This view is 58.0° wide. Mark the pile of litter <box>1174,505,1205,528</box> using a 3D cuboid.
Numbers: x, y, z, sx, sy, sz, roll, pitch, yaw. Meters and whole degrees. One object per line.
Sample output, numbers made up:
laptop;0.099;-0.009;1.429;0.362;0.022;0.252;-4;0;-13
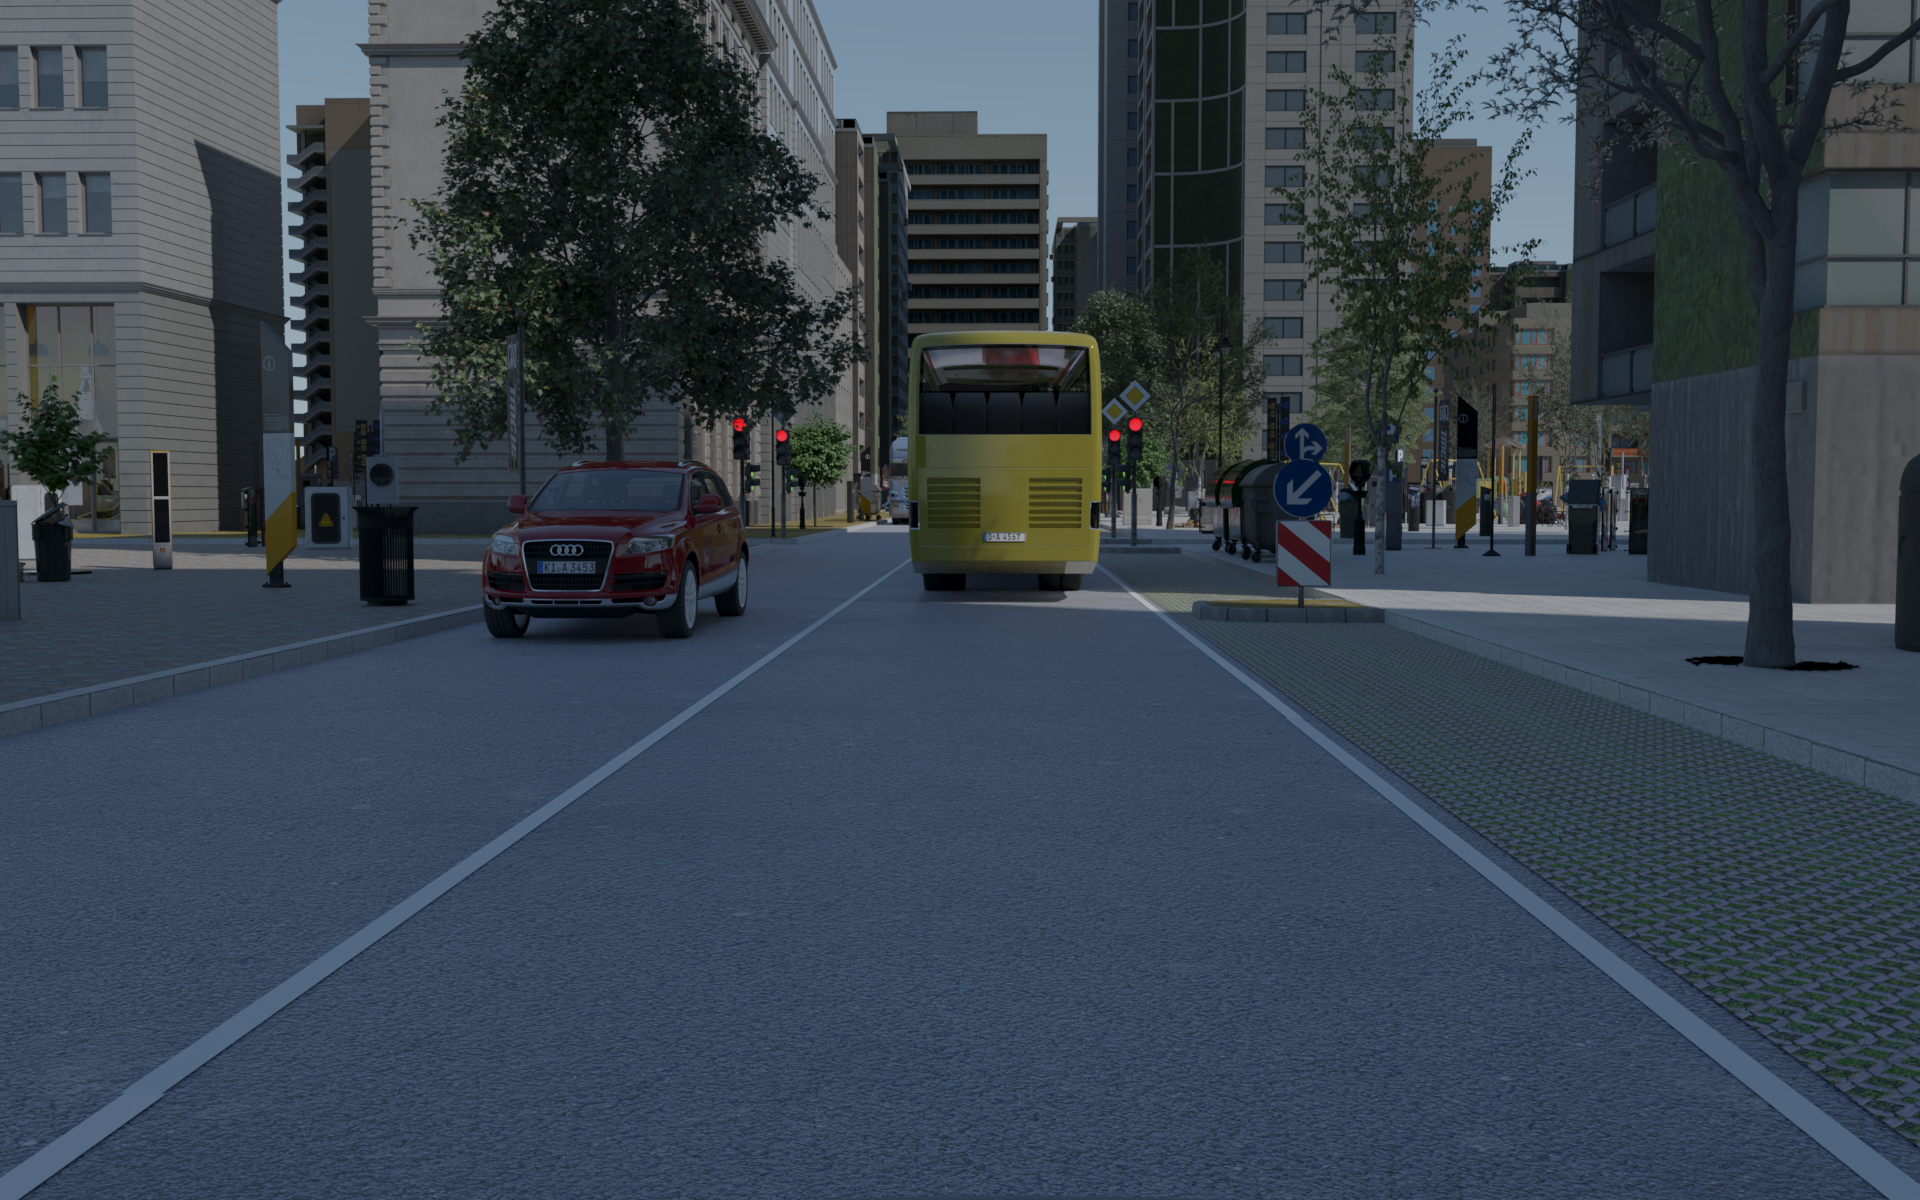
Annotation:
pile of litter;8.740;-3.183;66.002;1.176;0.858;1.719;0;4;1

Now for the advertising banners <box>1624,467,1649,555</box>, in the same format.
advertising banners;15.084;-2.457;36.363;2.074;3.025;0.090;2;4;26

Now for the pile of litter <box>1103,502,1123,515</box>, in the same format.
pile of litter;9.552;-5.738;107.776;1.176;0.858;1.719;-1;4;-15

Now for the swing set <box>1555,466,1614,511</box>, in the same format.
swing set;34.968;-6.049;96.524;3.119;2.851;2.862;2;4;29

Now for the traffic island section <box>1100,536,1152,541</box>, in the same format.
traffic island section;4.524;-1.741;50.753;2.009;0.180;2.903;0;4;1

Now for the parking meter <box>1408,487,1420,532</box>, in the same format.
parking meter;15.556;-3.115;59.346;0.372;1.533;0.369;0;3;0

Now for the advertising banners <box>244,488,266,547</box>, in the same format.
advertising banners;-17.088;-2.835;42.544;0.090;3.025;2.074;0;4;2

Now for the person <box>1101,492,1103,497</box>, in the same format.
person;10.693;-7.371;129.815;1.065;1.426;0.557;1;4;9

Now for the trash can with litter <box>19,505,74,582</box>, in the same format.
trash can with litter;-13.501;-0.848;25.257;1.055;1.170;0.624;-2;4;-26

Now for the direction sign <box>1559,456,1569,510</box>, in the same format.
direction sign;36.033;-6.810;103.338;0.876;3.537;0.379;-3;4;-37

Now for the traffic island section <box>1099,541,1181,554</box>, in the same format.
traffic island section;4.318;-1.253;42.770;2.009;0.180;2.903;0;4;1

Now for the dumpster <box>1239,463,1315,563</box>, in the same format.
dumpster;6.040;-1.656;32.841;1.264;1.857;1.865;0;4;1

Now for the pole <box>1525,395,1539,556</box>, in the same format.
pole;11.851;-2.572;35.894;0.158;3.312;0.155;0;3;0

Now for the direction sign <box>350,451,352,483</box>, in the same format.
direction sign;-21.702;-4.360;63.279;0.876;3.537;0.379;1;4;11

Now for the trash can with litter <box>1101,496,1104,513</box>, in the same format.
trash can with litter;9.515;-6.341;115.056;0.624;1.170;1.055;-2;4;-33

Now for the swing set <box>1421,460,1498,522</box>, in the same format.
swing set;22.530;-5.004;79.429;3.119;2.851;2.862;-2;4;-30

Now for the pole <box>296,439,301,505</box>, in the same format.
pole;-24.662;-4.328;64.609;0.158;3.312;0.155;0;3;0

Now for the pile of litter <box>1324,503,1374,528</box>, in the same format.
pile of litter;14.890;-3.163;65.687;1.719;0.858;1.176;2;4;30

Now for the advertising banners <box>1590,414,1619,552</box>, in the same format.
advertising banners;14.436;-2.600;38.693;0.090;3.025;2.074;2;4;34

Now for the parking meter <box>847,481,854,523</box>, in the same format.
parking meter;-4.856;-4.353;76.878;0.255;1.863;0.399;1;4;11

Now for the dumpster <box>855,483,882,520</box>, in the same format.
dumpster;-4.601;-4.979;87.165;1.264;1.857;1.865;0;4;2

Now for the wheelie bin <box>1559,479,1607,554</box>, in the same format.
wheelie bin;13.319;-1.780;37.018;0.980;1.594;0.693;2;4;28

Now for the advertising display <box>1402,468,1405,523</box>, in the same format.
advertising display;10.544;-2.244;41.898;0.123;1.923;0.974;2;4;31

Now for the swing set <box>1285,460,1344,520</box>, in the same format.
swing set;18.533;-5.518;87.838;2.862;2.851;3.119;3;4;36

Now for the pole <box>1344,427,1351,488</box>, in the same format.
pole;11.707;-3.580;52.384;0.158;3.312;0.155;0;3;0

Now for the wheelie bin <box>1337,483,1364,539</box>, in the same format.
wheelie bin;11.278;-2.579;50.073;0.693;1.594;0.980;2;4;23

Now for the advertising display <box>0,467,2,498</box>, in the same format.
advertising display;-21.045;-1.972;37.456;0.974;1.923;0.123;2;4;32

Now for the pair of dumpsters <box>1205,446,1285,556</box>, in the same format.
pair of dumpsters;6.246;-2.102;36.866;1.574;2.255;4.437;0;4;2

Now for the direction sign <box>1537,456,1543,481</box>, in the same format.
direction sign;34.370;-6.789;102.994;0.379;3.537;0.876;-1;4;-15

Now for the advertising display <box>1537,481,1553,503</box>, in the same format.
advertising display;29.715;-5.081;88.288;0.974;1.923;0.123;0;4;-1

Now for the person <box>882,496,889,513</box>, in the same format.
person;-4.910;-6.380;115.854;0.738;1.151;1.012;2;4;23

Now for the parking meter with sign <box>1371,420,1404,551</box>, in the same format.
parking meter with sign;9.957;-2.677;40.023;0.543;3.016;1.738;0;4;7

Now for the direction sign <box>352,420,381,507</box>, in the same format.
direction sign;-18.056;-3.738;53.120;0.876;3.537;0.379;0;4;-2

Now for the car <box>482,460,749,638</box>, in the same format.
car;-3.615;-0.628;18.943;2.281;1.827;5.304;0;4;2

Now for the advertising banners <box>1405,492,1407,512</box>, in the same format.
advertising banners;31.043;-7.747;122.847;2.074;3.025;0.090;1;4;15

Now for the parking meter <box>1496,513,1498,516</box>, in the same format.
parking meter;28.143;-5.084;91.542;0.372;1.533;0.369;0;3;0

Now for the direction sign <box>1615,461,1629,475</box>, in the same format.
direction sign;45.265;-7.735;118.458;0.876;3.537;0.379;1;4;16

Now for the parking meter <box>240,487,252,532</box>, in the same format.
parking meter;-24.114;-3.064;58.506;0.372;1.533;0.369;0;3;0

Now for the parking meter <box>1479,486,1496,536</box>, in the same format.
parking meter;16.005;-2.708;52.679;0.372;1.533;0.369;0;3;0

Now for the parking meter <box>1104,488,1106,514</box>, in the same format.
parking meter;9.628;-6.589;113.435;0.255;1.863;0.399;2;4;30

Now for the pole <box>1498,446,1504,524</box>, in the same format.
pole;22.797;-4.841;72.993;0.158;3.312;0.155;0;3;0

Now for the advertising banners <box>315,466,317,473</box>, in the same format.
advertising banners;-39.526;-6.715;105.984;0.090;3.025;2.074;-2;4;-28

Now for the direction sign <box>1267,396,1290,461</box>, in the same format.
direction sign;7.444;-2.972;40.584;0.379;3.537;0.876;-2;4;-24

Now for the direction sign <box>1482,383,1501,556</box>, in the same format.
direction sign;11.003;-2.676;35.742;0.379;3.537;0.876;1;4;19

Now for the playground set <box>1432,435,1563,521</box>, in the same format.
playground set;26.547;-6.022;85.236;5.637;4.214;5.302;0;4;4

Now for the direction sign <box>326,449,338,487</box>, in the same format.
direction sign;-31.553;-5.818;87.126;0.876;3.537;0.379;2;4;33

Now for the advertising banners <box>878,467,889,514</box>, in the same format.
advertising banners;-5.618;-7.191;113.763;2.074;3.025;0.090;0;4;7
